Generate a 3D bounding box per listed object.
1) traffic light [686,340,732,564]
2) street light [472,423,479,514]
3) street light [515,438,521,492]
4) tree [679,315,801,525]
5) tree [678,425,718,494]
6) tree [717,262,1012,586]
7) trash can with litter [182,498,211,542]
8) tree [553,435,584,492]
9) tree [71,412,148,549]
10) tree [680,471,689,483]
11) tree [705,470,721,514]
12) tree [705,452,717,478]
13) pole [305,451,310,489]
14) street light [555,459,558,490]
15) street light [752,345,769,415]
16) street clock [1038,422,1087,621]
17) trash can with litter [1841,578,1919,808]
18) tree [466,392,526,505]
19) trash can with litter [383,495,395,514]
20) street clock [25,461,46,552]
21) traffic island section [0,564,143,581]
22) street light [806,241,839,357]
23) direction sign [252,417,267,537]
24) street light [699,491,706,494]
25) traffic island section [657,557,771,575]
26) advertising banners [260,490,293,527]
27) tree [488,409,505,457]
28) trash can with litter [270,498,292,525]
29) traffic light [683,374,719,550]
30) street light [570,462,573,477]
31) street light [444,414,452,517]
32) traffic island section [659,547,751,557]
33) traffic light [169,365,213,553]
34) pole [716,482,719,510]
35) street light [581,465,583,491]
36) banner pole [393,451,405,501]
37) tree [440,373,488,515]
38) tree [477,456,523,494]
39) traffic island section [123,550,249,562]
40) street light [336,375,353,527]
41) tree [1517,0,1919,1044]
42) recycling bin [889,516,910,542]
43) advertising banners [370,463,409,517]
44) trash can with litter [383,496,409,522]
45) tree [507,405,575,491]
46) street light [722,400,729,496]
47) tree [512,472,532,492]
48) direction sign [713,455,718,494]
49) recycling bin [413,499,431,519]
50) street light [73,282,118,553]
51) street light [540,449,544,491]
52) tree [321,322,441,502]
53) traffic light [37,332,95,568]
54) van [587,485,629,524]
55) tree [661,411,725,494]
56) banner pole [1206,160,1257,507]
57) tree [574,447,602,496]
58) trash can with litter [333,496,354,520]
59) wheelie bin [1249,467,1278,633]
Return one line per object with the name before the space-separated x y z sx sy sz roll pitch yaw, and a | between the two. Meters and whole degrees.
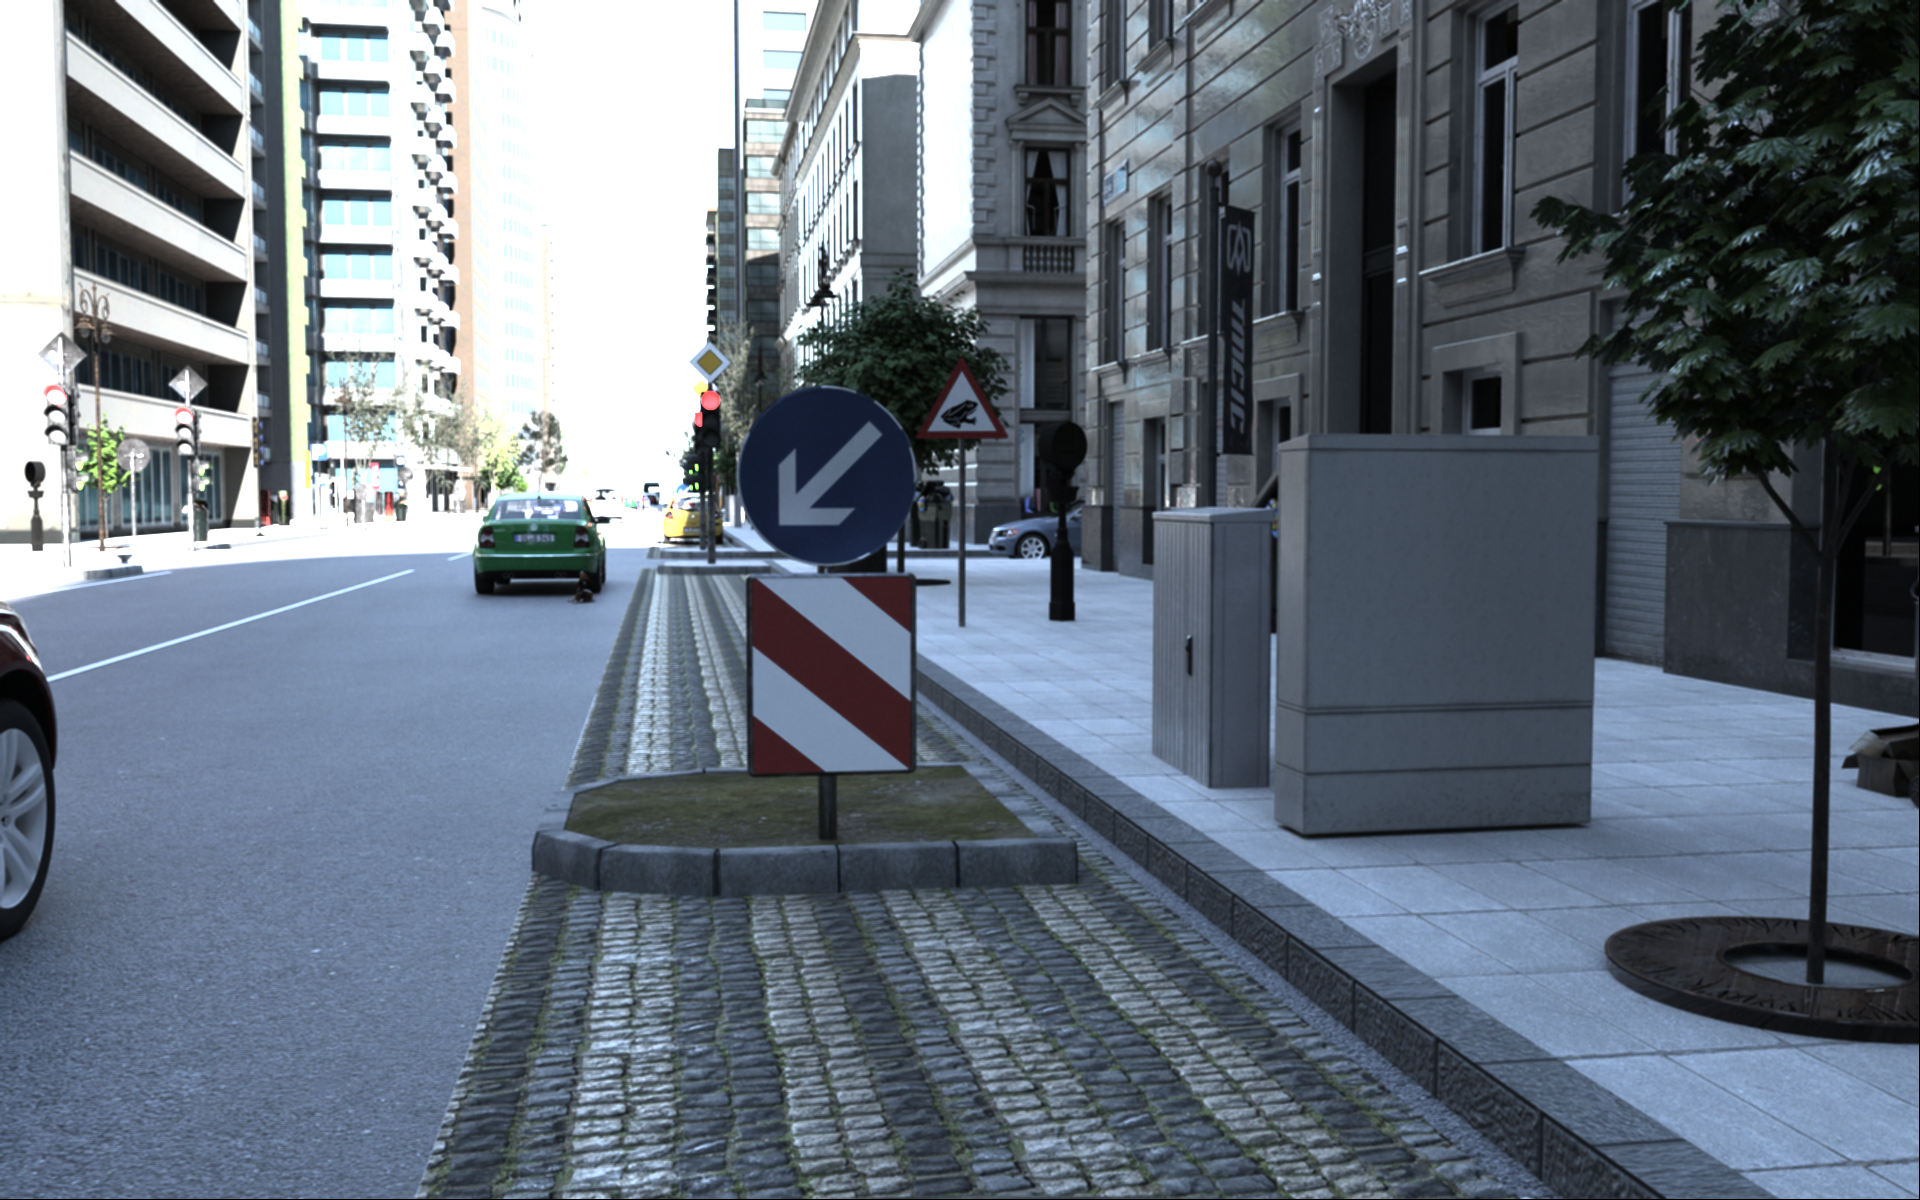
traffic light | -4.605 -2.626 31.859 0.839 4.253 0.868 -1 4 -10
street light | -31.629 -8.593 113.283 0.468 5.910 1.993 -1 4 -10
street light | -36.782 -10.478 144.110 0.468 5.910 1.993 -1 4 -10
tree | -8.872 -7.398 71.316 4.360 8.622 3.978 0 3 0
tree | -26.995 -14.006 179.367 4.737 8.622 4.395 0 3 0
tree | -0.936 -2.510 24.745 4.285 4.588 4.351 0 3 0
trash can with litter | -20.463 -2.146 46.479 0.624 1.170 1.055 -1 4 -17
tree | -48.127 -15.960 211.300 4.360 8.622 3.978 0 3 0
tree | -19.950 -2.820 40.716 1.663 3.219 1.824 0 3 0
tree | -24.643 -11.357 169.401 4.285 4.588 4.351 0 3 0
tree | -15.865 -7.143 111.395 1.663 3.219 1.824 0 3 0
tree | -11.380 -6.505 90.063 4.285 4.588 4.351 0 3 0
pole | -30.893 -5.397 82.082 0.158 3.312 0.155 0 3 0
street light | -45.497 -13.607 195.267 0.468 5.910 1.993 -1 4 -10
street light | -6.212 -4.964 53.949 0.468 5.910 1.993 -1 4 -10
street clock | 1.036 -0.793 17.531 0.471 2.002 0.358 -3 4 -38
trash can with litter | 4.056 0.260 7.141 0.624 1.170 1.055 0 4 -7
tree | -33.769 -10.741 125.981 4.737 8.622 4.395 0 3 0
trash can with litter | -36.218 -6.041 109.829 2.233 1.210 1.678 -2 4 -24
street clock | -20.456 -2.066 38.352 0.471 2.002 0.358 2 4 34
traffic island section | -15.552 -0.481 30.139 2.009 0.180 2.903 -1 4 -10
street light | -2.525 -3.612 31.840 0.468 5.910 1.993 -1 4 -10
direction sign | -20.831 -3.636 51.452 0.379 3.537 0.876 0 4 -5
street light | -19.058 -9.579 129.403 0.468 5.910 1.993 -1 4 -10
traffic island section | -4.564 -0.593 31.980 2.009 0.180 2.903 -1 4 -10
advertising banners | -27.399 -4.403 68.172 2.074 3.025 0.090 -2 4 -29
tree | -30.292 -9.503 105.731 4.360 8.622 3.978 0 3 0
trash can with litter | -28.477 -3.724 72.279 1.055 1.170 0.624 -2 4 -31
traffic light | -5.933 -3.108 39.733 0.839 4.253 0.868 -1 4 -10
street light | -50.392 -15.416 224.841 0.468 5.910 1.993 -1 4 -10
street light | -28.970 -7.658 97.998 0.468 5.910 1.993 -1 4 -10
traffic island section | -5.891 -1.075 39.854 2.009 0.180 2.903 -1 4 -10
traffic light | -16.838 -2.995 37.886 0.839 4.253 0.868 -1 4 -10
pole | -14.140 -6.544 100.845 0.158 3.312 0.155 0 3 0
street light | -55.535 -17.243 254.701 0.468 5.910 1.993 -1 4 -10
banner pole | -32.271 -6.699 99.541 0.863 3.779 0.401 1 4 17
tree | -28.094 -8.611 91.160 4.360 8.622 3.978 0 3 0
tree | -35.296 -9.128 132.959 4.285 4.588 4.351 0 3 0
traffic island section | -16.879 -0.962 38.014 2.009 0.180 2.903 -1 4 -10
street light | -23.912 -5.788 67.418 0.468 5.910 1.993 -1 4 -10
tree | 2.206 -0.594 4.318 1.663 3.219 1.824 0 3 0
recycling bin | -1.695 -2.077 46.517 0.722 1.027 0.722 2 4 23
advertising banners | -31.704 -6.117 96.204 2.074 3.025 0.090 0 4 -5
trash can with litter | -25.847 -4.156 79.331 1.055 1.170 0.624 -3 4 -36
tree | -44.629 -15.206 183.033 8.767 10.594 7.601 0 4 -3
street light | -11.316 -6.813 84.180 0.468 5.910 1.993 -1 4 -10
tree | -38.219 -9.561 150.915 1.663 3.219 1.824 0 3 0
direction sign | -13.559 -6.345 95.742 0.379 3.537 0.876 -3 4 -37
recycling bin | -27.524 -4.649 88.562 0.722 1.027 0.722 0 4 -3
street light | -18.845 -3.981 37.873 0.468 5.910 1.993 -1 4 -10
street light | -41.916 -12.303 173.948 0.468 5.910 1.993 -1 4 -10
tree | -25.755 -7.633 75.162 4.360 8.622 3.978 0 3 0
traffic light | -15.511 -2.513 30.012 0.839 4.253 0.868 -1 4 -10
van | -17.027 -4.686 83.626 2.013 2.044 4.112 -1 4 -11
tree | -29.826 -15.991 195.871 8.767 10.594 7.601 0 4 3
banner pole | 2.051 -1.423 13.278 0.401 3.779 0.863 3 4 38
tree | -57.123 -19.243 264.979 4.737 8.622 4.395 0 3 0
trash can with litter | -30.410 -4.520 84.954 2.233 1.210 1.678 -2 4 -27
wheelie bin | 3.041 -0.509 16.224 0.693 1.594 0.980 0 4 5
